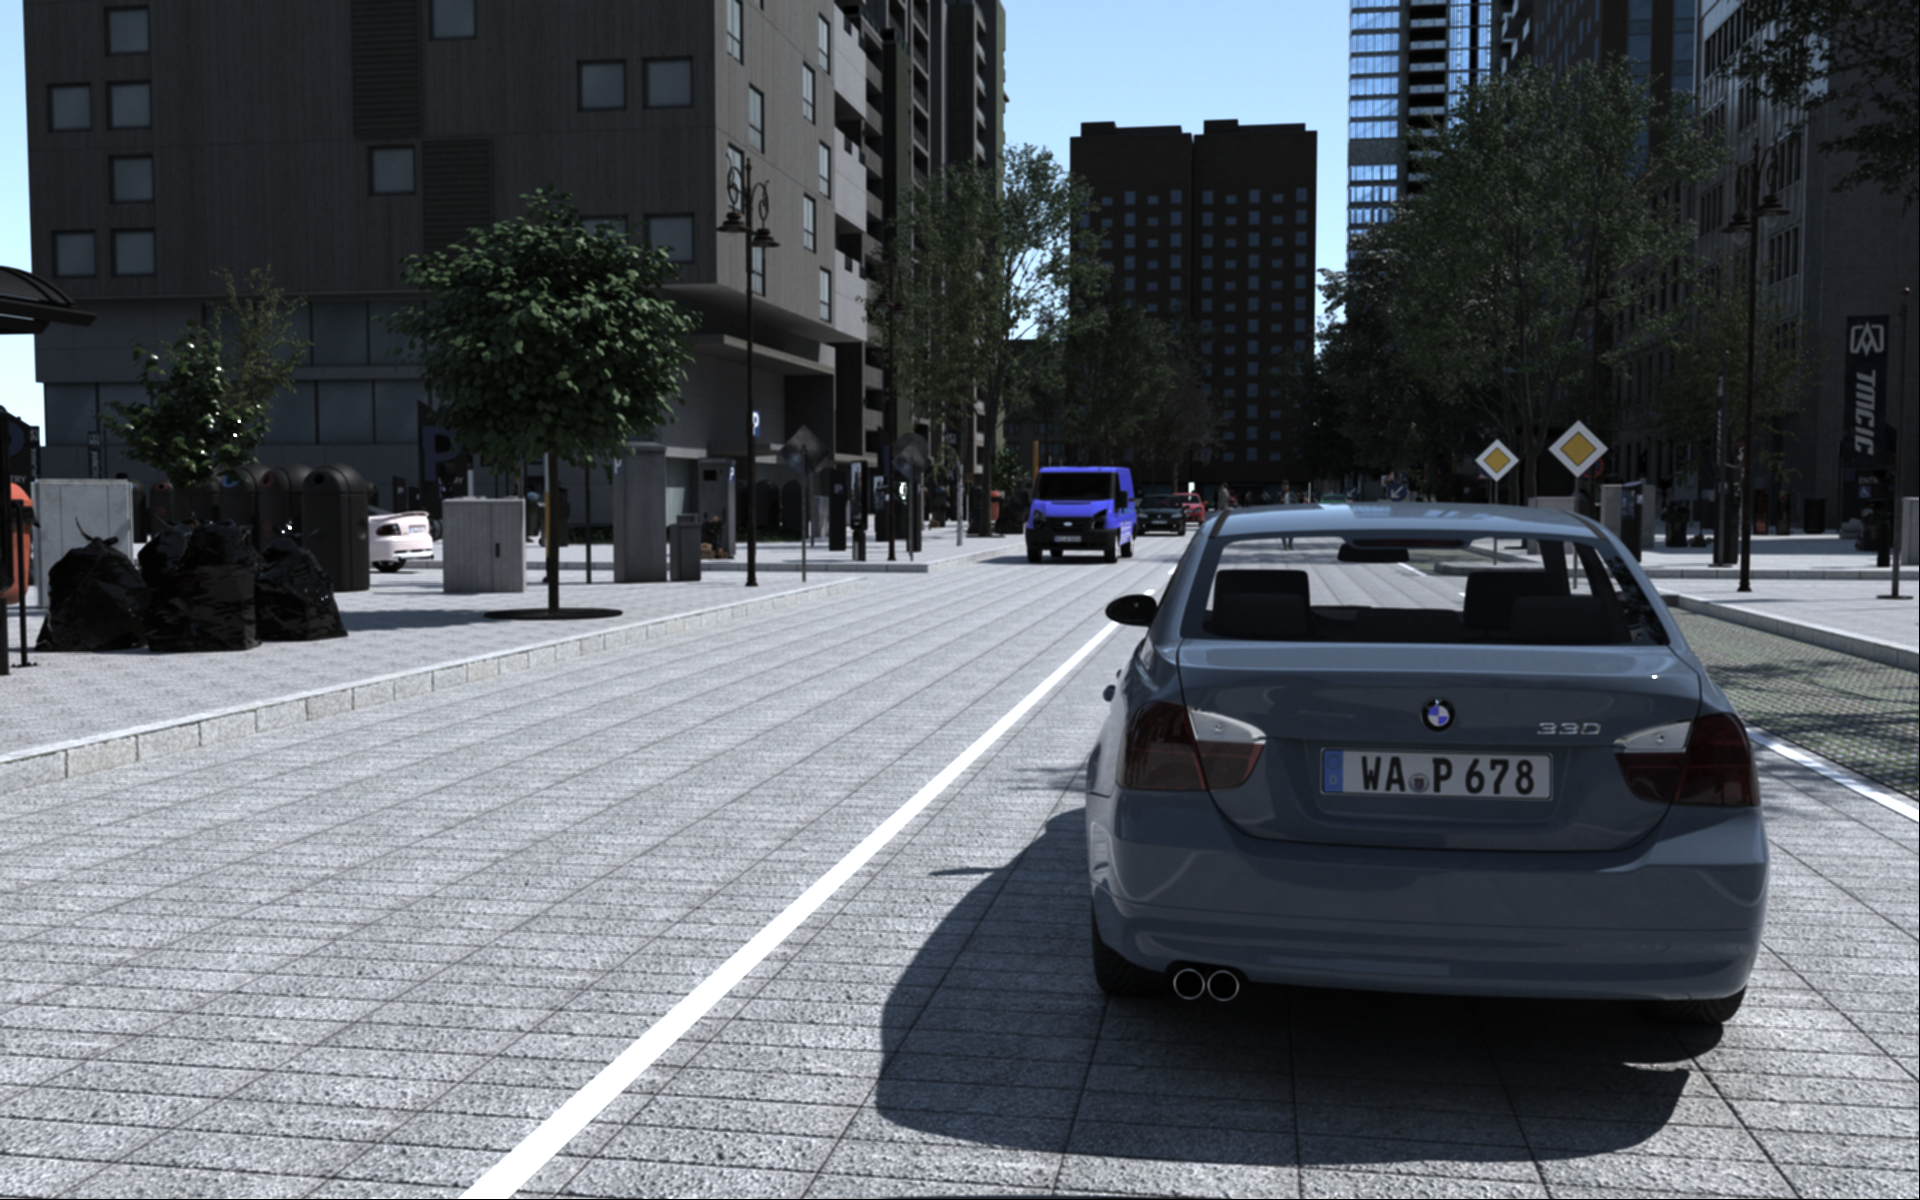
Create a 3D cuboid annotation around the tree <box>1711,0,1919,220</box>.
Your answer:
[{"bbox_3d":[9.171,-4.765,12.326,7.601,10.594,8.767,1,4,20],"label":"tree"}]

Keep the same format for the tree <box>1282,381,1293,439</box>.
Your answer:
[{"bbox_3d":[31.732,-14.505,143.818,9.857,13.997,8.962,0,3,0],"label":"tree"}]

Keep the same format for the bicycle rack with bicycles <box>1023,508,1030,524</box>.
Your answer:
[{"bbox_3d":[3.151,-3.673,73.434,2.852,0.926,2.925,-2,4,-28],"label":"bicycle rack with bicycles"}]

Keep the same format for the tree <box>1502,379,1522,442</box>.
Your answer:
[{"bbox_3d":[32.352,-8.998,97.485,4.737,8.622,4.395,0,3,0],"label":"tree"}]

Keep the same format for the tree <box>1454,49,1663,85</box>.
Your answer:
[{"bbox_3d":[13.436,-6.993,40.088,9.928,11.665,9.643,0,3,0],"label":"tree"}]

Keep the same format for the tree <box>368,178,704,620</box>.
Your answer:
[{"bbox_3d":[-4.374,-2.106,18.152,4.285,4.588,4.351,0,3,0],"label":"tree"}]

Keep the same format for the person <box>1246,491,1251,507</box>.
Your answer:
[{"bbox_3d":[25.433,-8.785,152.861,0.721,1.735,1.217,2,4,28],"label":"person"}]

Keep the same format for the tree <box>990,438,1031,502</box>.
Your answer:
[{"bbox_3d":[1.676,-3.977,59.628,1.663,3.219,1.824,0,3,0],"label":"tree"}]

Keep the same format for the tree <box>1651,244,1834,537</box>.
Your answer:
[{"bbox_3d":[23.015,-6.141,50.769,4.737,8.622,4.395,0,3,0],"label":"tree"}]

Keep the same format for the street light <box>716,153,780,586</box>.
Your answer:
[{"bbox_3d":[-2.905,-3.130,23.964,0.468,5.910,1.993,1,4,10],"label":"street light"}]

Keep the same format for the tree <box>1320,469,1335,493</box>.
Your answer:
[{"bbox_3d":[35.608,-13.229,166.659,4.360,8.622,3.978,0,3,0],"label":"tree"}]

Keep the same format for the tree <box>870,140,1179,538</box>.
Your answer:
[{"bbox_3d":[0.917,-7.661,51.009,9.928,11.665,9.643,0,3,0],"label":"tree"}]

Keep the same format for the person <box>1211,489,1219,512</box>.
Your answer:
[{"bbox_3d":[20.303,-7.899,137.670,0.705,1.821,1.348,-1,4,-15],"label":"person"}]

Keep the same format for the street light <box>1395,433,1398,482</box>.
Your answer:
[{"bbox_3d":[20.214,-6.572,80.240,0.468,5.910,1.993,1,4,10],"label":"street light"}]

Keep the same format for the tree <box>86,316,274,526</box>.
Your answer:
[{"bbox_3d":[-8.306,-1.488,18.936,1.663,3.219,1.824,0,3,0],"label":"tree"}]

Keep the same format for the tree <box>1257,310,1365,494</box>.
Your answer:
[{"bbox_3d":[37.029,-19.725,178.386,12.611,20.169,13.585,0,3,0],"label":"tree"}]

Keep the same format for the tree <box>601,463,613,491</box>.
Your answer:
[{"bbox_3d":[-11.560,-3.960,59.348,1.663,3.219,1.824,0,3,0],"label":"tree"}]

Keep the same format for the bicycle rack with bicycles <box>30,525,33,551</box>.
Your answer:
[{"bbox_3d":[-21.046,-1.560,38.888,2.852,0.926,2.925,0,4,-4],"label":"bicycle rack with bicycles"}]

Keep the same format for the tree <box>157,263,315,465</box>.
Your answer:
[{"bbox_3d":[-22.571,-6.372,54.537,4.737,8.622,4.395,0,3,0],"label":"tree"}]

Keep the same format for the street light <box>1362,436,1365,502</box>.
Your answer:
[{"bbox_3d":[24.269,-8.035,104.158,0.468,5.910,1.993,1,4,10],"label":"street light"}]

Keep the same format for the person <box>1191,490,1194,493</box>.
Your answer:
[{"bbox_3d":[18.201,-7.677,134.708,0.721,1.739,1.217,1,4,18],"label":"person"}]

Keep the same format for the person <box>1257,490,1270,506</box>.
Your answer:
[{"bbox_3d":[27.644,-9.105,157.359,1.348,1.826,0.705,3,5,42],"label":"person"}]

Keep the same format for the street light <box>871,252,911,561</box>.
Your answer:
[{"bbox_3d":[-1.319,-3.702,33.308,0.468,5.910,1.993,1,4,10],"label":"street light"}]

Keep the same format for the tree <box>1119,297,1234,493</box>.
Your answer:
[{"bbox_3d":[20.411,-19.187,169.593,12.611,20.169,13.585,0,3,0],"label":"tree"}]

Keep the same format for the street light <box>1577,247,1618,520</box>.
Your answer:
[{"bbox_3d":[11.972,-3.662,32.665,0.468,5.910,1.993,1,4,10],"label":"street light"}]

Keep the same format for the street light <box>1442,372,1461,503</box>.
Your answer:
[{"bbox_3d":[15.994,-5.116,56.435,0.468,5.910,1.993,1,4,10],"label":"street light"}]

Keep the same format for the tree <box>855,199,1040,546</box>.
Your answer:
[{"bbox_3d":[-0.240,-5.651,42.756,4.737,8.622,4.395,0,3,0],"label":"tree"}]

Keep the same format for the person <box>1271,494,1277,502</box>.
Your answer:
[{"bbox_3d":[27.593,-8.515,150.983,1.065,1.426,0.557,0,4,-3],"label":"person"}]

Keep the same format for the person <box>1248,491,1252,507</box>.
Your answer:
[{"bbox_3d":[26.713,-9.209,159.989,0.530,1.710,0.541,-1,4,-13],"label":"person"}]

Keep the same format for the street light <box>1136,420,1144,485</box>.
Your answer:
[{"bbox_3d":[10.982,-8.098,105.184,0.468,5.910,1.993,1,4,10],"label":"street light"}]

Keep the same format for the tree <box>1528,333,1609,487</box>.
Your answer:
[{"bbox_3d":[28.326,-7.842,78.582,4.737,8.622,4.395,0,3,0],"label":"tree"}]

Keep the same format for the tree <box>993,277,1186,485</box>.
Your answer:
[{"bbox_3d":[4.869,-8.325,70.532,8.767,10.594,7.601,2,4,25],"label":"tree"}]

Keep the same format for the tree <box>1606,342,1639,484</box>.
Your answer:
[{"bbox_3d":[28.881,-7.239,68.724,4.737,8.622,4.395,0,3,0],"label":"tree"}]

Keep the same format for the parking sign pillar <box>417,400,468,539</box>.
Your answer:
[{"bbox_3d":[-14.818,-3.742,49.660,1.447,3.967,1.447,-2,4,-29],"label":"parking sign pillar"}]

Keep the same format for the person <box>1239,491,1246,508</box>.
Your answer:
[{"bbox_3d":[24.128,-8.485,148.050,0.721,1.723,1.217,-1,4,-16],"label":"person"}]

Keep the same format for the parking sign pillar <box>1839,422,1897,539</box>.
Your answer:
[{"bbox_3d":[26.020,-3.736,49.562,1.447,3.967,1.447,-2,4,-34],"label":"parking sign pillar"}]

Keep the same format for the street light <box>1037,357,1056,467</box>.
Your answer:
[{"bbox_3d":[2.840,-5.154,57.054,0.468,5.910,1.993,1,4,10],"label":"street light"}]

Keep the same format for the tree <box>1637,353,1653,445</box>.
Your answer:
[{"bbox_3d":[26.417,-6.731,60.421,4.737,8.622,4.395,0,3,0],"label":"tree"}]

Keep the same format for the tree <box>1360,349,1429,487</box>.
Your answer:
[{"bbox_3d":[21.996,-8.349,86.872,4.737,8.622,4.395,0,3,0],"label":"tree"}]

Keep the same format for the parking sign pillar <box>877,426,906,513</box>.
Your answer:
[{"bbox_3d":[-2.625,-4.930,69.072,1.447,3.967,1.447,-2,4,-30],"label":"parking sign pillar"}]

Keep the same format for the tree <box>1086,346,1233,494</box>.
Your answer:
[{"bbox_3d":[15.449,-13.912,137.823,12.009,13.543,11.850,0,3,0],"label":"tree"}]

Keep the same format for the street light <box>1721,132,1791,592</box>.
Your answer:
[{"bbox_3d":[10.325,-3.048,22.616,0.468,5.910,1.993,1,4,10],"label":"street light"}]

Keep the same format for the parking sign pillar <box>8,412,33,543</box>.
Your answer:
[{"bbox_3d":[-25.132,-3.489,45.514,1.447,3.967,1.447,-2,4,-29],"label":"parking sign pillar"}]

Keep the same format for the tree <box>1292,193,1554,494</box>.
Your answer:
[{"bbox_3d":[19.383,-10.067,71.258,9.857,13.997,8.962,0,3,0],"label":"tree"}]

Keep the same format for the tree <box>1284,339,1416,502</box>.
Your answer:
[{"bbox_3d":[28.576,-12.718,124.945,9.611,12.733,9.660,0,3,0],"label":"tree"}]

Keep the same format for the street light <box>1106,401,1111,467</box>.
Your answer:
[{"bbox_3d":[6.903,-6.631,81.201,0.468,5.910,1.993,1,4,10],"label":"street light"}]

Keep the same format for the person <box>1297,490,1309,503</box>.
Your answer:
[{"bbox_3d":[30.580,-8.961,155.023,1.348,1.823,0.705,2,4,29],"label":"person"}]

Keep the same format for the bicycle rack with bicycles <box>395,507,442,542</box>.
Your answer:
[{"bbox_3d":[-15.153,-2.015,46.325,2.852,0.926,2.925,3,5,40],"label":"bicycle rack with bicycles"}]
